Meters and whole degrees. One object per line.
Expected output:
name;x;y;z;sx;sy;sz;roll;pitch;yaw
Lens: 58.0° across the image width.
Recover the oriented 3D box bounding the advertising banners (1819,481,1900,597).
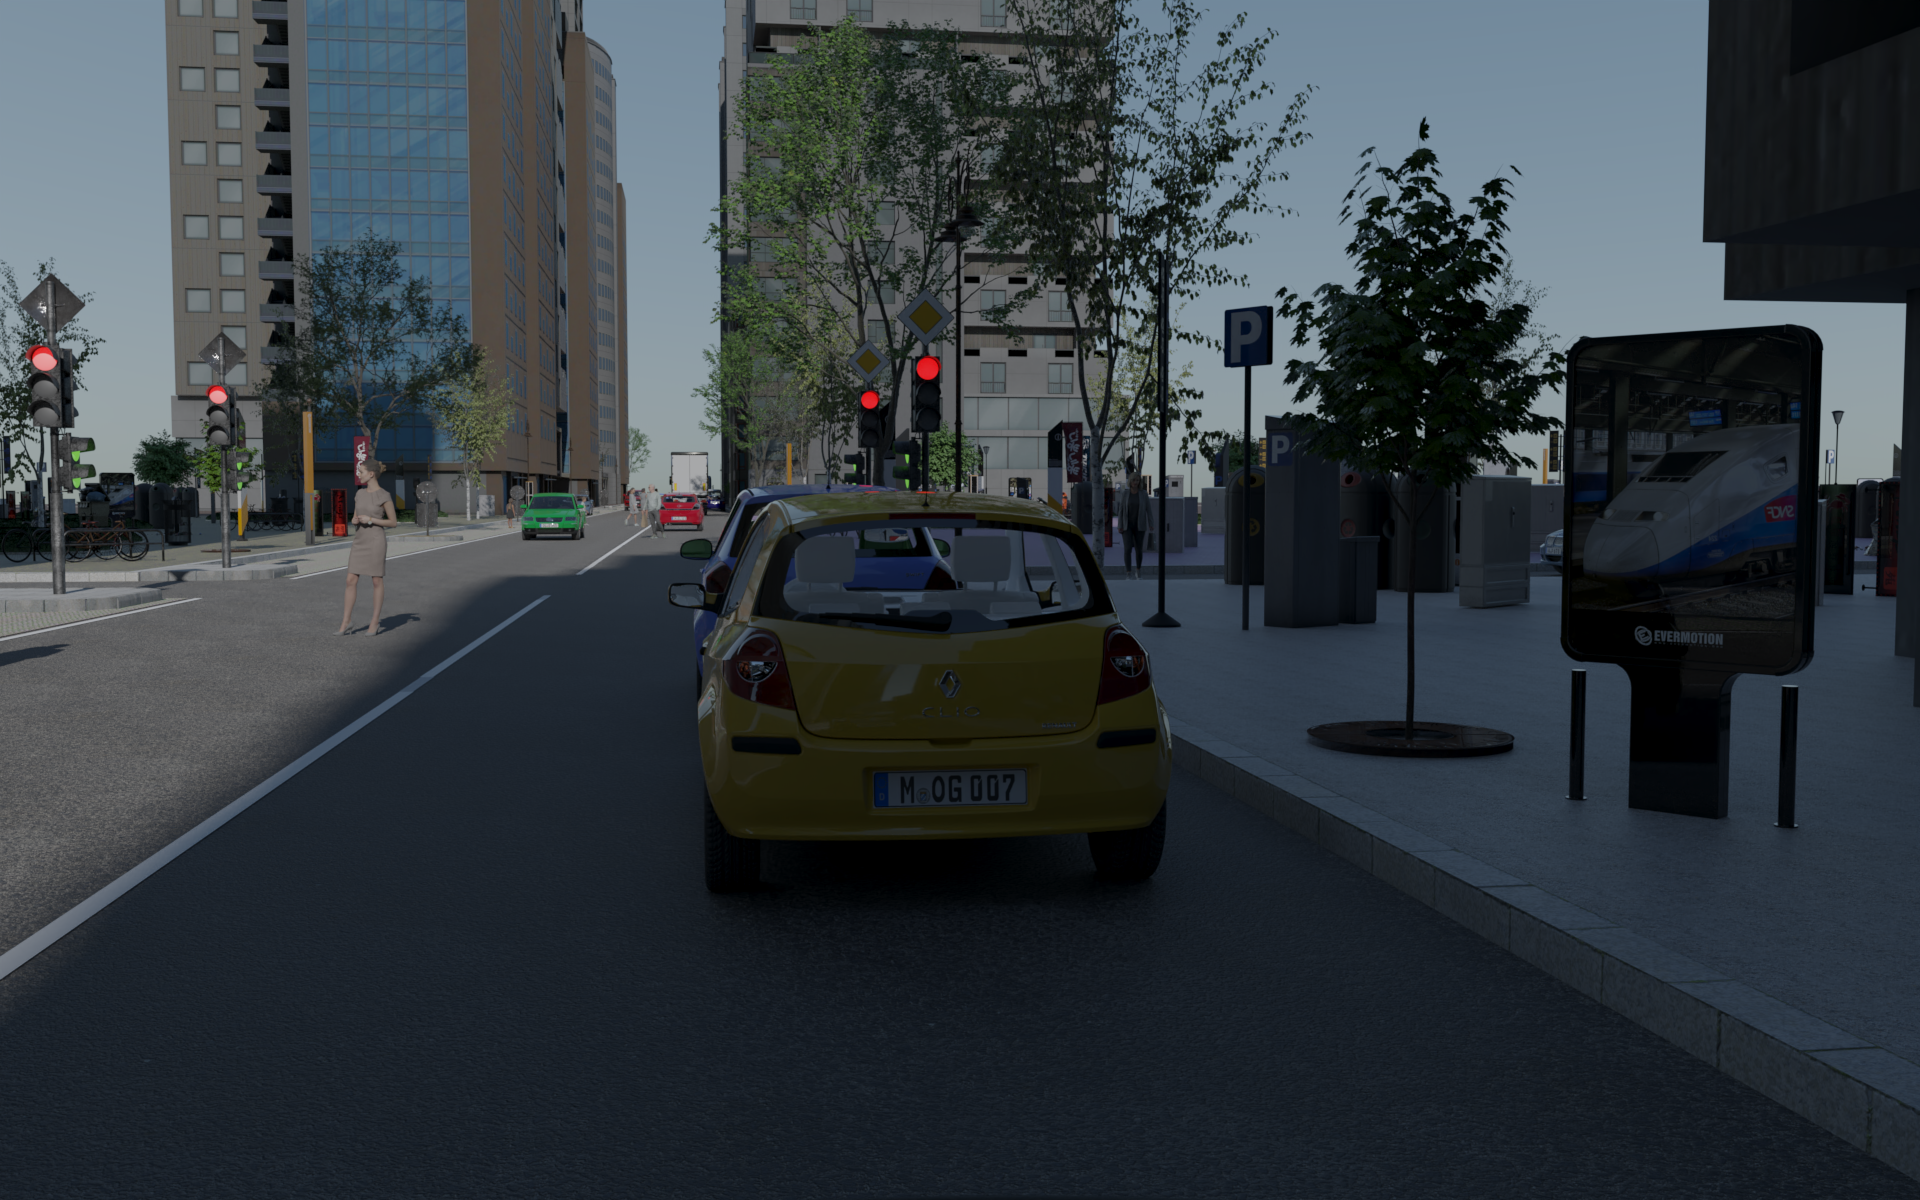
advertising banners;11.657;-1.550;21.531;0.090;3.025;2.074;-3;4;-38

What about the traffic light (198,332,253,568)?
traffic light;-12.725;-2.511;29.982;0.839;4.253;0.868;-1;4;-9

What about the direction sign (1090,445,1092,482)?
direction sign;5.652;-5.080;75.063;0.379;3.537;0.876;3;5;43

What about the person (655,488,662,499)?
person;-20.781;-6.738;118.676;1.348;1.824;0.705;2;4;34

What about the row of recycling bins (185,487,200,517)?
row of recycling bins;-44.095;-5.523;97.406;3.534;1.692;1.069;2;4;30

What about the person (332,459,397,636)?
person;-6.004;-0.527;17.465;0.599;1.781;0.374;1;4;19

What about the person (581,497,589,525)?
person;-17.291;-4.072;79.321;0.590;1.304;0.306;-2;4;-26

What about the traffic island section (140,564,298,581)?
traffic island section;-12.766;-0.479;30.111;2.009;0.180;2.903;-1;4;-9

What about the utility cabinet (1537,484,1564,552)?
utility cabinet;12.798;-1.779;37.772;1.173;1.500;0.318;2;4;23

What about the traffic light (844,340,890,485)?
traffic light;-1.692;-2.614;31.666;0.839;4.253;0.868;-1;4;-9

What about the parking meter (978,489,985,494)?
parking meter;0.946;-4.373;79.904;0.372;1.533;0.369;0;3;0

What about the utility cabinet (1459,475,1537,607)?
utility cabinet;6.129;-0.678;19.768;0.318;1.500;1.173;3;5;43

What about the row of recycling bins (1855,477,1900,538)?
row of recycling bins;27.585;-2.601;49.635;3.534;1.692;1.069;3;4;36

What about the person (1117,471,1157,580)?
person;2.947;-1.211;28.487;0.709;1.800;0.728;1;4;10

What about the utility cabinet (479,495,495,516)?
utility cabinet;-27.661;-5.500;101.083;0.306;1.237;1.020;3;5;39

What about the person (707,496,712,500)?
person;-19.112;-7.347;129.335;1.217;1.736;0.721;0;4;5

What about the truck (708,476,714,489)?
truck;-36.881;-15.794;247.997;2.967;4.110;18.799;0;4;-7

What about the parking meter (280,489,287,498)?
parking meter;-37.516;-5.360;96.040;0.372;1.533;0.369;0;3;0

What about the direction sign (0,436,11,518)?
direction sign;-37.176;-4.604;67.264;0.876;3.537;0.379;1;4;20

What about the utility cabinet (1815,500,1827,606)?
utility cabinet;9.474;-0.550;20.148;1.020;1.237;0.306;3;4;36

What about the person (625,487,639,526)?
person;-14.780;-4.211;78.108;0.466;1.731;0.760;2;4;32

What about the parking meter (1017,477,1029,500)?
parking meter;2.153;-3.277;59.293;0.399;1.863;0.255;1;4;22

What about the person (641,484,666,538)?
person;-10.002;-2.893;56.287;0.782;1.767;0.515;2;4;28

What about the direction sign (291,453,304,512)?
direction sign;-36.418;-6.322;95.355;0.379;3.537;0.876;2;4;26

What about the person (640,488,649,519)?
person;-18.155;-5.585;100.180;0.716;1.782;0.532;1;4;23

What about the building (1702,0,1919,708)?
building;11.459;-14.417;7.426;14.160;30.474;14.107;-1;4;-9

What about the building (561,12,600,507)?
building;-42.045;-31.489;164.947;14.600;45.320;14.200;-1;4;-9

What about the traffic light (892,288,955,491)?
traffic light;-0.494;-2.131;23.771;0.839;4.253;0.868;-1;4;-9

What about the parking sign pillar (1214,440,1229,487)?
parking sign pillar;12.279;-5.676;81.279;1.447;3.967;1.447;1;4;21

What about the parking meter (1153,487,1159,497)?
parking meter;6.221;-2.802;54.221;0.372;1.533;0.369;0;3;0

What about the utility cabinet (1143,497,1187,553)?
utility cabinet;4.392;-1.640;37.970;1.020;1.237;0.306;1;4;16

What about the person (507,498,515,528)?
person;-18.771;-3.620;72.361;0.362;1.253;0.373;2;4;28

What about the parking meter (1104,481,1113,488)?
parking meter;6.654;-4.421;77.999;0.399;1.863;0.255;3;5;43

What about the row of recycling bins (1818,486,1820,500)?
row of recycling bins;43.827;-5.208;92.258;3.534;1.692;1.069;2;4;25

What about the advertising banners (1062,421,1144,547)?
advertising banners;3.473;-2.785;41.725;2.074;3.025;0.090;1;4;10

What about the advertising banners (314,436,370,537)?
advertising banners;-18.721;-3.422;52.143;2.074;3.025;0.090;0;4;6

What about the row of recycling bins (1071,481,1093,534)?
row of recycling bins;4.184;-3.037;56.761;1.069;1.692;3.534;0;4;6

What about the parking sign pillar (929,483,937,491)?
parking sign pillar;-1.846;-6.016;86.827;1.447;3.967;1.447;1;4;13

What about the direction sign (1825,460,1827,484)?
direction sign;52.741;-6.946;105.557;0.379;3.537;0.876;2;4;28

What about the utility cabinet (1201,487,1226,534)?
utility cabinet;8.207;-2.856;55.380;0.318;1.500;1.173;-2;4;-34

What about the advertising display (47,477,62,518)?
advertising display;-34.427;-3.713;65.914;0.123;1.923;0.974;0;4;-4

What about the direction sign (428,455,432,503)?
direction sign;-30.463;-6.579;99.570;0.379;3.537;0.876;-2;4;-29

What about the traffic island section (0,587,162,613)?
traffic island section;-11.568;0.004;22.216;2.009;0.180;2.903;-1;4;-9

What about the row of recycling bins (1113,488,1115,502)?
row of recycling bins;9.769;-6.164;107.889;1.069;1.692;3.534;-1;4;-16

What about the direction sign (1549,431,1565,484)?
direction sign;21.307;-4.251;61.499;0.379;3.537;0.876;-3;5;-41

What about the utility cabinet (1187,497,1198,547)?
utility cabinet;5.248;-1.888;42.036;1.020;1.237;0.306;-1;4;-17

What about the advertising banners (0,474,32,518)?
advertising banners;-41.774;-4.896;76.234;0.090;3.025;2.074;1;4;19

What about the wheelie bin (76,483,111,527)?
wheelie bin;-24.217;-2.478;48.418;0.980;1.594;0.693;2;4;28

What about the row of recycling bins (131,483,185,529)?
row of recycling bins;-30.588;-3.494;64.232;3.534;1.692;1.069;1;4;23

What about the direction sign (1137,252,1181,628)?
direction sign;1.953;-1.510;16.690;0.379;3.537;0.876;1;4;12

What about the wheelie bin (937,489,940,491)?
wheelie bin;-1.466;-5.958;105.327;0.980;1.594;0.693;-3;5;-41

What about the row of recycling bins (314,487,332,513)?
row of recycling bins;-36.142;-5.556;97.948;1.069;1.692;3.534;-1;4;-12

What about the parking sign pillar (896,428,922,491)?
parking sign pillar;-2.645;-5.017;70.495;1.447;3.967;1.447;3;5;41

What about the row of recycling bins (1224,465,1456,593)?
row of recycling bins;5.168;-1.021;23.801;3.534;1.692;1.069;3;5;44

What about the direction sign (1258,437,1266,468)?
direction sign;12.362;-4.733;69.381;0.876;3.537;0.379;-1;4;-14

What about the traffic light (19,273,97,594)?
traffic light;-11.527;-2.029;22.087;0.839;4.253;0.868;-1;4;-9

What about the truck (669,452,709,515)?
truck;-18.819;-8.046;120.464;2.839;4.237;11.283;-1;4;-9
